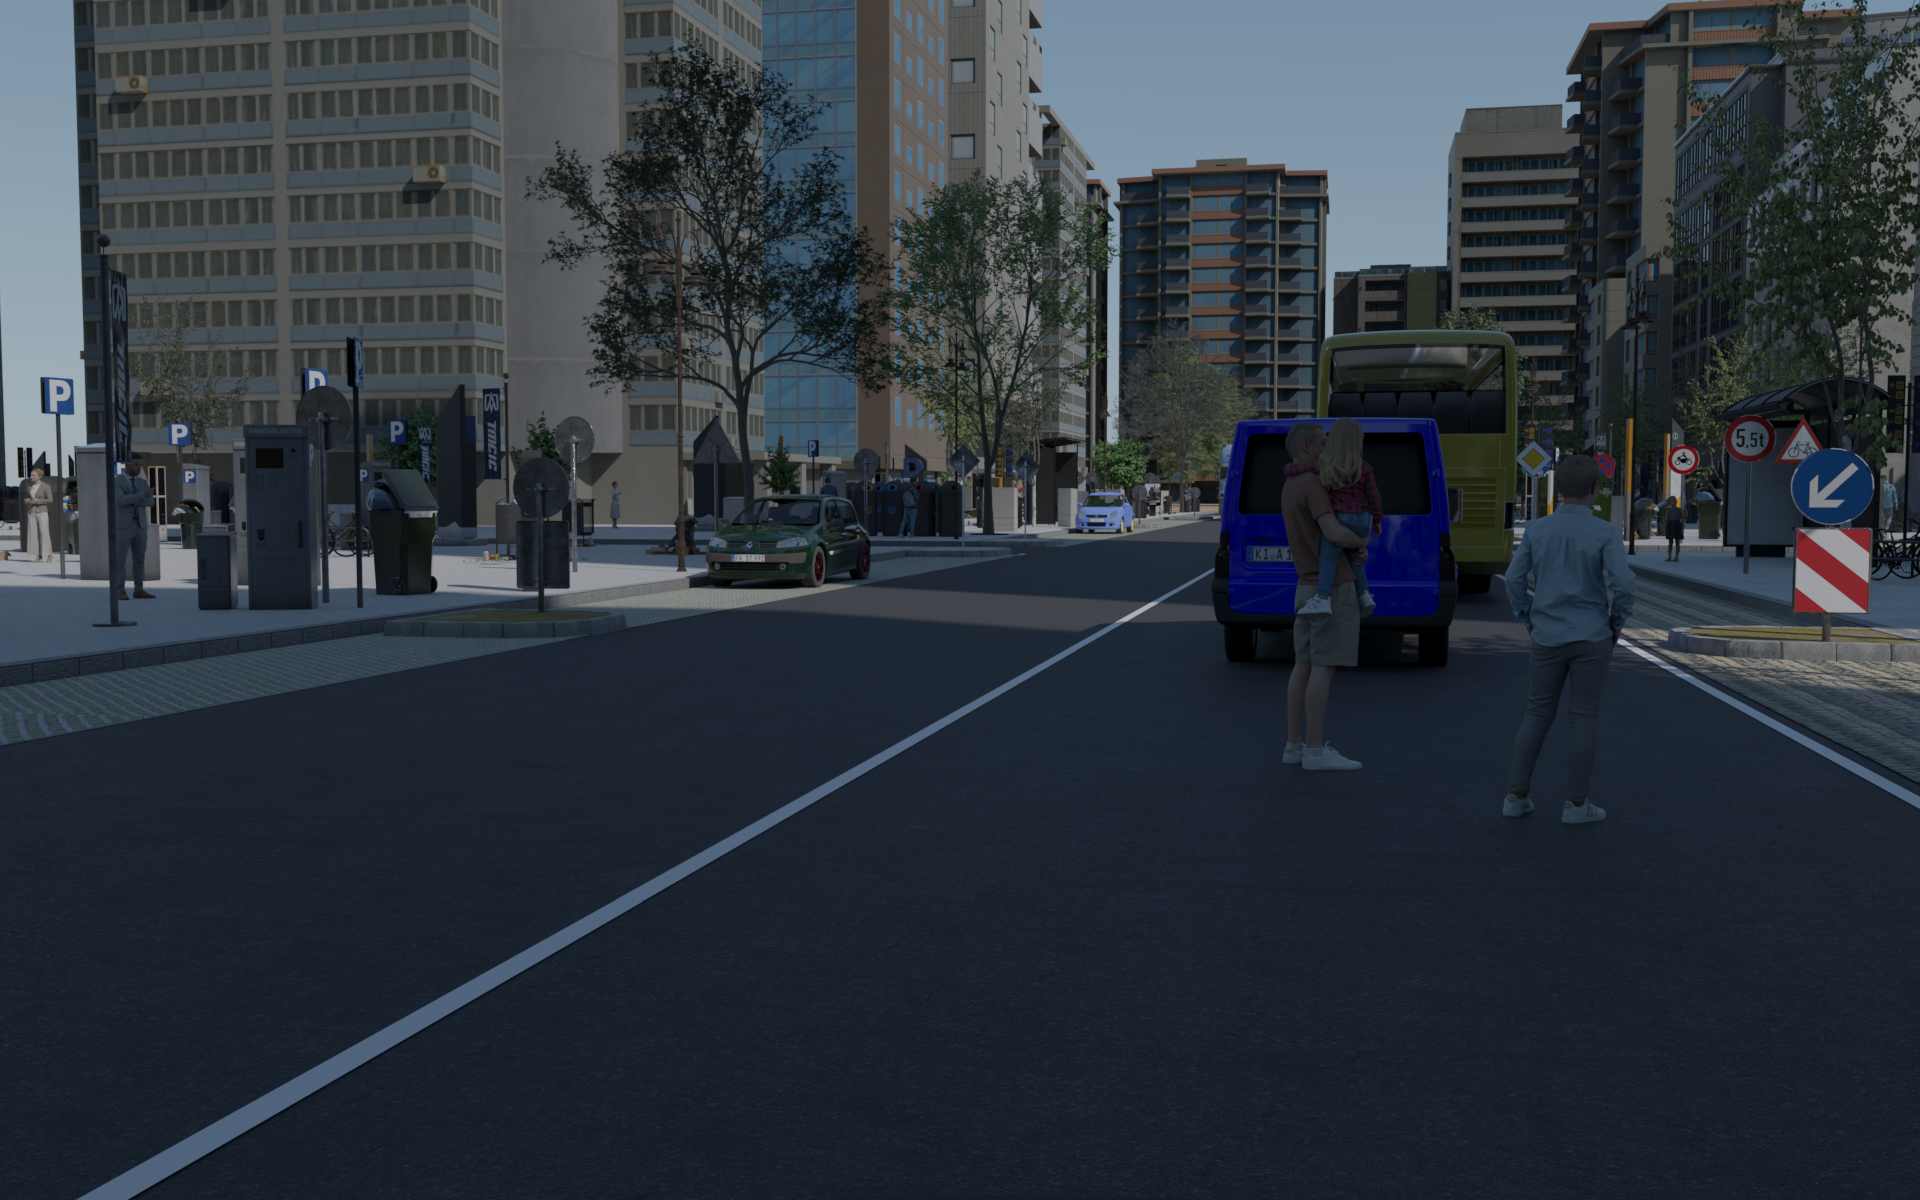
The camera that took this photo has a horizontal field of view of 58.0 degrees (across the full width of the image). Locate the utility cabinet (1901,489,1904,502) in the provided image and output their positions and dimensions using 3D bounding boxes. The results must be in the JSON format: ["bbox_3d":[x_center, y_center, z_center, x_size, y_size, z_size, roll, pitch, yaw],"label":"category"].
[{"bbox_3d":[36.640,-3.539,66.534,1.173,1.500,0.318,-2,4,-28],"label":"utility cabinet"}]

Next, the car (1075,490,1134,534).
[{"bbox_3d":[5.285,-3.277,63.162,1.945,1.707,3.694,1,4,14],"label":"car"}]

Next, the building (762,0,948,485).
[{"bbox_3d":[-9.050,-27.715,103.246,14.600,45.320,14.200,1,4,13],"label":"building"}]

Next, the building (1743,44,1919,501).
[{"bbox_3d":[44.483,-13.883,81.747,10.420,20.320,16.860,1,4,13],"label":"building"}]

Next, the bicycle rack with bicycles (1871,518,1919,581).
[{"bbox_3d":[14.291,-0.744,25.542,2.852,0.926,2.925,-2,4,-28],"label":"bicycle rack with bicycles"}]

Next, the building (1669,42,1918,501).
[{"bbox_3d":[51.271,-18.856,101.809,14.314,27.812,24.014,1,4,13],"label":"building"}]

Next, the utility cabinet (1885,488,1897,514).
[{"bbox_3d":[35.462,-3.549,66.701,0.318,1.500,1.173,-1,4,-17],"label":"utility cabinet"}]

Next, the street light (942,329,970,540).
[{"bbox_3d":[-0.101,-4.647,48.772,0.468,5.910,1.993,1,4,13],"label":"street light"}]

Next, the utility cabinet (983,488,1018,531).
[{"bbox_3d":[1.373,-3.072,58.901,1.173,1.500,0.318,2,4,27],"label":"utility cabinet"}]

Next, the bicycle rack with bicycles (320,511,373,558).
[{"bbox_3d":[-12.755,-1.362,35.646,2.925,0.926,2.852,0,4,-5],"label":"bicycle rack with bicycles"}]

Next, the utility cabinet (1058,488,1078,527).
[{"bbox_3d":[4.175,-3.566,66.983,0.318,1.500,1.173,-1,4,-21],"label":"utility cabinet"}]

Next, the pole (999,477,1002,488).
[{"bbox_3d":[2.280,-6.290,96.691,0.158,3.312,0.155,0,3,0],"label":"pole"}]

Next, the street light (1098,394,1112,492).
[{"bbox_3d":[6.536,-6.450,78.249,0.468,5.910,1.993,1,4,13],"label":"street light"}]

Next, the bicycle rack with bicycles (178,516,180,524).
[{"bbox_3d":[-30.220,-3.297,67.290,2.852,0.926,2.925,-2,4,-31],"label":"bicycle rack with bicycles"}]

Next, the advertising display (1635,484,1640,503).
[{"bbox_3d":[45.046,-6.741,115.426,0.123,1.923,0.974,-1,4,-20],"label":"advertising display"}]

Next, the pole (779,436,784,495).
[{"bbox_3d":[-6.243,-4.078,60.520,0.158,3.312,0.155,0,3,0],"label":"pole"}]

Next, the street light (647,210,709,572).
[{"bbox_3d":[-4.606,-3.406,28.476,0.468,5.910,1.993,1,4,13],"label":"street light"}]

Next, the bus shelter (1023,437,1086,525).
[{"bbox_3d":[4.087,-5.056,73.951,1.731,3.624,6.357,1,4,13],"label":"bus shelter"}]

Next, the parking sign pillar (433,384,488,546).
[{"bbox_3d":[-12.547,-3.344,43.154,1.447,3.967,1.447,-3,5,-42],"label":"parking sign pillar"}]

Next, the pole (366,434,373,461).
[{"bbox_3d":[-20.080,-3.985,59.000,0.158,3.312,0.155,0,3,0],"label":"pole"}]

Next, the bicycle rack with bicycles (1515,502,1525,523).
[{"bbox_3d":[26.023,-3.949,77.951,2.852,0.926,2.925,-1,4,-16],"label":"bicycle rack with bicycles"}]

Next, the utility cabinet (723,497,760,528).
[{"bbox_3d":[-4.704,-1.646,38.079,1.020,1.237,0.306,2,4,24],"label":"utility cabinet"}]

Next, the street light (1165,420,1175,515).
[{"bbox_3d":[13.031,-8.255,107.764,0.468,5.910,1.993,1,4,13],"label":"street light"}]

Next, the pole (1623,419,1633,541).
[{"bbox_3d":[18.129,-3.247,46.934,0.158,3.312,0.155,0,3,0],"label":"pole"}]

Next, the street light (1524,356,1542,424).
[{"bbox_3d":[19.222,-5.226,58.231,0.468,5.910,1.993,1,4,13],"label":"street light"}]

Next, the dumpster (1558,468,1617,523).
[{"bbox_3d":[19.251,-3.099,53.162,1.502,2.255,1.985,1,4,13],"label":"dumpster"}]

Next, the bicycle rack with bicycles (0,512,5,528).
[{"bbox_3d":[-37.720,-3.151,64.905,2.925,0.926,2.852,2,4,31],"label":"bicycle rack with bicycles"}]

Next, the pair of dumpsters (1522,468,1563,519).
[{"bbox_3d":[22.757,-3.943,66.968,1.574,2.255,4.437,1,4,13],"label":"pair of dumpsters"}]

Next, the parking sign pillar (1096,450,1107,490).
[{"bbox_3d":[8.195,-6.831,100.165,1.447,3.967,1.447,1,4,16],"label":"parking sign pillar"}]

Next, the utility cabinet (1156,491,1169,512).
[{"bbox_3d":[13.816,-6.750,119.044,1.173,1.500,0.318,-1,4,-21],"label":"utility cabinet"}]

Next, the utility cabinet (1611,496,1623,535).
[{"bbox_3d":[20.514,-2.682,55.007,1.020,1.237,0.306,1,4,21],"label":"utility cabinet"}]

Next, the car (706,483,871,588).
[{"bbox_3d":[-2.689,-1.096,27.705,2.009,1.686,4.222,1,4,13],"label":"car"}]

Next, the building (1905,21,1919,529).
[{"bbox_3d":[43.085,-12.771,57.950,18.267,20.994,9.793,1,4,13],"label":"building"}]

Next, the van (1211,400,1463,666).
[{"bbox_3d":[3.610,-0.728,16.283,2.240,2.365,5.245,1,4,14],"label":"van"}]

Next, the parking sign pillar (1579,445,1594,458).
[{"bbox_3d":[34.041,-6.501,94.770,1.447,3.967,1.447,3,5,42],"label":"parking sign pillar"}]

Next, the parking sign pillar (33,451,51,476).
[{"bbox_3d":[-57.740,-7.369,108.948,1.447,3.967,1.447,2,4,33],"label":"parking sign pillar"}]

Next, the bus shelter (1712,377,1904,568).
[{"bbox_3d":[15.793,-2.369,32.658,2.014,3.302,5.546,1,4,13],"label":"bus shelter"}]

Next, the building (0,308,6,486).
[{"bbox_3d":[-58.087,-24.512,84.366,14.086,41.232,14.154,1,4,13],"label":"building"}]

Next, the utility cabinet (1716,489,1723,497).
[{"bbox_3d":[31.820,-3.879,72.099,1.173,1.500,0.318,-3,5,-43],"label":"utility cabinet"}]

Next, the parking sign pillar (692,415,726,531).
[{"bbox_3d":[-8.678,-4.374,59.981,1.447,3.967,1.447,3,5,45],"label":"parking sign pillar"}]

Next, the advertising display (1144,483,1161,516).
[{"bbox_3d":[11.123,-5.797,99.991,0.974,1.923,0.123,1,4,12],"label":"advertising display"}]

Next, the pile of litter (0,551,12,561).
[{"bbox_3d":[-19.066,-1.202,33.614,1.176,0.858,1.719,-1,4,-17],"label":"pile of litter"}]

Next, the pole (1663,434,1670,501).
[{"bbox_3d":[23.952,-3.967,58.699,0.158,3.312,0.155,0,3,0],"label":"pole"}]

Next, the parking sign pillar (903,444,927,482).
[{"bbox_3d":[-2.427,-6.408,93.235,1.447,3.967,1.447,2,4,26],"label":"parking sign pillar"}]

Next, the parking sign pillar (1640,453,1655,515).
[{"bbox_3d":[41.926,-7.195,106.116,1.447,3.967,1.447,2,4,25],"label":"parking sign pillar"}]

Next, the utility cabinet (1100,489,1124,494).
[{"bbox_3d":[7.073,-4.391,80.464,1.173,1.500,0.318,3,5,41],"label":"utility cabinet"}]

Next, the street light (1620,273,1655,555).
[{"bbox_3d":[14.179,-3.890,36.390,0.468,5.910,1.993,1,4,13],"label":"street light"}]

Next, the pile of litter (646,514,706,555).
[{"bbox_3d":[-6.042,-1.403,36.901,1.176,0.858,1.719,-2,4,-26],"label":"pile of litter"}]

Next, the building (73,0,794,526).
[{"bbox_3d":[-22.520,-23.658,78.690,32.217,40.220,23.993,1,4,13],"label":"building"}]
